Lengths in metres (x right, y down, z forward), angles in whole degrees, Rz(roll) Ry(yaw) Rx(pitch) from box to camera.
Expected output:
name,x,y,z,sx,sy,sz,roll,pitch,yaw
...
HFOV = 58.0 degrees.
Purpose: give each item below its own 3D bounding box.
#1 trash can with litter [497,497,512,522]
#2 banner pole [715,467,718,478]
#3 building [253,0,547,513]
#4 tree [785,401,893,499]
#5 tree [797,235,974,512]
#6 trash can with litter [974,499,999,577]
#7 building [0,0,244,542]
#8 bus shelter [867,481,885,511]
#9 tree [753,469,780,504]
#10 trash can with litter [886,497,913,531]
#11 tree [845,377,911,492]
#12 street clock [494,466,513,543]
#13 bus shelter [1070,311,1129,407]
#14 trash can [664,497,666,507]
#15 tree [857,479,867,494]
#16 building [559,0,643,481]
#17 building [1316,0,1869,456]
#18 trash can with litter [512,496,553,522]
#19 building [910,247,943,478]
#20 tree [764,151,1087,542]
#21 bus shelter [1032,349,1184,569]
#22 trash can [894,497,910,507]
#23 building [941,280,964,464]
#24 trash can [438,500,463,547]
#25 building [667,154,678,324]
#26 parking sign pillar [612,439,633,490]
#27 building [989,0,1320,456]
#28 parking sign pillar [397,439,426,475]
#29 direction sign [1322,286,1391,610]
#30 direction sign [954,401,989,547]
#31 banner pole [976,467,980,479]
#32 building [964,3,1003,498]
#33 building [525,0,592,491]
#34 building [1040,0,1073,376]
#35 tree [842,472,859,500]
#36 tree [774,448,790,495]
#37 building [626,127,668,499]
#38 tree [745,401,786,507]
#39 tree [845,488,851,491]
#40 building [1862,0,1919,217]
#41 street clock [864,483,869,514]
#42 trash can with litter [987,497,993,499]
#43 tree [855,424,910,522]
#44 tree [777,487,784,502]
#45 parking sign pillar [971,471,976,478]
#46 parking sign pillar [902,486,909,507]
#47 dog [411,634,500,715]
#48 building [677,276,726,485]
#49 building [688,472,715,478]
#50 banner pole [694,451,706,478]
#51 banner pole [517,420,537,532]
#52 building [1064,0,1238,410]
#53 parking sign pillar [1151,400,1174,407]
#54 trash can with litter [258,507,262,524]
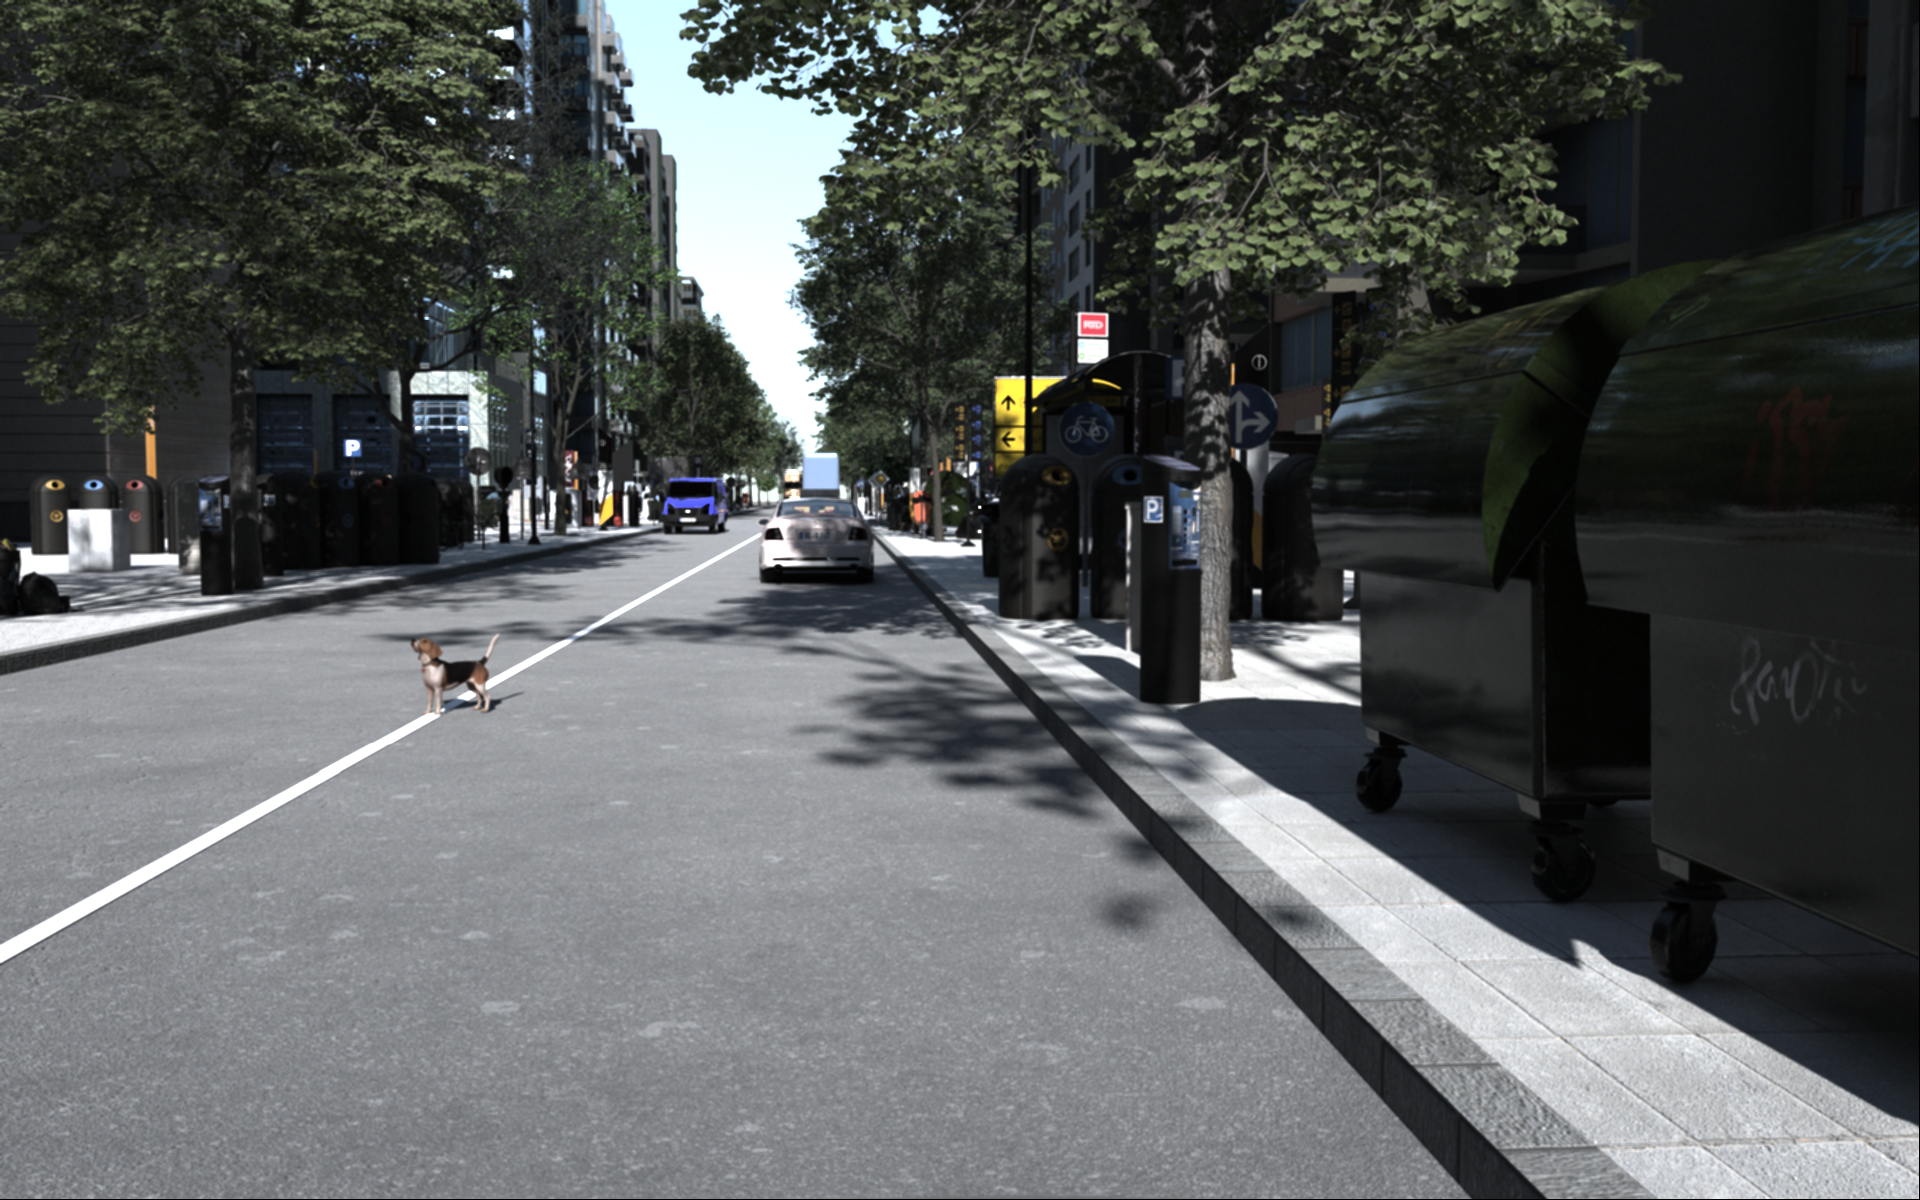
name,x,y,z,sx,sy,sz,roll,pitch,yaw
trash can with litter,-21.247,-4.199,80.033,0.624,1.170,1.055,1,4,23
banner pole,-16.074,-7.647,115.045,0.401,3.779,0.863,-3,4,-36
building,-37.061,-48.358,103.333,22.319,86.520,31.000,0,4,-4
tree,-9.026,-14.239,158.558,9.928,11.665,9.643,0,3,0
tree,-4.966,-16.432,124.558,12.611,20.169,13.585,0,3,0
trash can with litter,0.542,-0.959,27.060,0.624,1.170,1.055,0,4,2
building,-35.121,-15.477,50.306,25.104,27.353,12.463,0,4,-4
bus shelter,-6.470,-9.758,137.182,2.179,5.291,8.768,0,4,-4
tree,-25.185,-14.753,224.929,4.285,4.588,4.351,0,3,0
trash can with litter,-2.081,-3.003,60.486,1.055,1.170,0.624,3,5,43
tree,-3.645,-8.589,90.792,4.737,8.622,4.395,0,3,0
street clock,-11.941,-2.494,45.348,0.358,2.002,0.471,2,4,26
bus shelter,2.390,-3.551,35.683,2.179,5.291,8.768,0,4,-4
trash can,-14.871,-4.720,88.823,0.748,1.137,0.748,0,3,0
tree,-12.550,-13.763,219.619,1.663,3.219,1.824,0,3,0
building,-42.913,-33.363,165.085,23.786,49.044,30.456,0,4,-4
building,18.324,-23.868,44.872,22.147,44.769,28.867,0,4,-4
trash can with litter,-19.197,-4.166,79.169,2.233,1.210,1.678,1,4,23
building,2.610,-39.373,298.366,22.147,44.769,28.867,0,4,-4
tree,-0.554,-6.856,46.502,8.767,10.594,7.601,0,4,-3
bus shelter,2.357,-2.024,27.024,2.014,3.302,5.546,0,4,-4
trash can,-3.109,-4.650,87.684,0.748,1.137,0.748,0,3,0
building,9.647,-35.516,272.566,32.217,40.220,23.993,0,4,-4
trash can,-12.555,-1.885,42.481,0.748,1.137,0.748,0,3,0
building,-40.559,-31.714,202.120,14.154,41.232,14.086,0,4,-4
parking sign pillar,-16.671,-5.891,84.787,1.447,3.967,1.447,-1,4,-21
building,13.686,-29.644,139.309,22.147,44.769,28.867,0,4,-4
parking sign pillar,-26.638,-5.855,84.199,1.447,3.967,1.447,0,4,7
direction sign,4.438,-1.668,19.272,0.379,3.537,0.876,-2,4,-31
direction sign,0.201,-3.075,42.273,0.876,3.537,0.379,3,5,40
banner pole,1.356,-9.189,140.250,0.401,3.779,0.863,-3,4,-36
building,10.860,-39.009,179.793,21.231,58.520,28.212,0,4,-4
building,-40.537,-42.760,137.380,20.563,71.187,20.611,0,4,-4
building,12.794,-28.108,109.670,14.600,45.320,14.200,0,4,-4
tree,-14.897,-19.689,238.919,9.611,12.733,9.660,0,3,0
tree,-25.483,-17.843,242.092,4.360,8.622,3.978,0,3,0
building,-39.870,-30.840,187.833,14.154,41.232,14.086,0,4,-4
tree,-21.601,-15.370,177.048,9.928,11.665,9.643,0,3,0
tree,-15.393,-18.562,253.855,4.360,8.622,3.978,0,3,0
building,23.220,-23.740,11.853,21.300,48.544,21.600,0,4,-4
street clock,-5.906,-6.382,108.910,0.358,2.002,0.471,0,4,-1
trash can with litter,0.613,-2.786,56.931,1.055,1.170,0.624,2,4,29
tree,-3.299,-5.924,80.564,4.285,4.588,4.351,0,3,0
tree,-30.029,-18.034,289.463,1.663,3.219,1.824,0,3,0
parking sign pillar,0.630,-7.891,117.492,1.447,3.967,1.447,2,4,29
parking sign pillar,-2.924,-7.136,105.141,1.447,3.967,1.447,-2,4,-27
dog,-3.286,0.488,11.305,0.406,0.507,0.540,0,4,5
building,-55.187,-36.271,284.909,32.217,40.220,23.993,0,4,-4
building,-51.025,-25.324,259.088,27.650,21.520,28.899,0,4,-4
banner pole,-14.789,-6.658,98.870,0.863,3.779,0.401,-2,4,-31
banner pole,-14.613,-4.190,58.525,0.863,3.779,0.401,2,4,26
building,13.564,-19.807,95.543,14.107,30.474,14.160,0,4,-4
parking sign pillar,4.602,-3.078,38.804,1.447,3.967,1.447,-1,4,-14
trash can with litter,-12.893,-1.288,32.445,0.624,1.170,1.055,-2,4,-26
